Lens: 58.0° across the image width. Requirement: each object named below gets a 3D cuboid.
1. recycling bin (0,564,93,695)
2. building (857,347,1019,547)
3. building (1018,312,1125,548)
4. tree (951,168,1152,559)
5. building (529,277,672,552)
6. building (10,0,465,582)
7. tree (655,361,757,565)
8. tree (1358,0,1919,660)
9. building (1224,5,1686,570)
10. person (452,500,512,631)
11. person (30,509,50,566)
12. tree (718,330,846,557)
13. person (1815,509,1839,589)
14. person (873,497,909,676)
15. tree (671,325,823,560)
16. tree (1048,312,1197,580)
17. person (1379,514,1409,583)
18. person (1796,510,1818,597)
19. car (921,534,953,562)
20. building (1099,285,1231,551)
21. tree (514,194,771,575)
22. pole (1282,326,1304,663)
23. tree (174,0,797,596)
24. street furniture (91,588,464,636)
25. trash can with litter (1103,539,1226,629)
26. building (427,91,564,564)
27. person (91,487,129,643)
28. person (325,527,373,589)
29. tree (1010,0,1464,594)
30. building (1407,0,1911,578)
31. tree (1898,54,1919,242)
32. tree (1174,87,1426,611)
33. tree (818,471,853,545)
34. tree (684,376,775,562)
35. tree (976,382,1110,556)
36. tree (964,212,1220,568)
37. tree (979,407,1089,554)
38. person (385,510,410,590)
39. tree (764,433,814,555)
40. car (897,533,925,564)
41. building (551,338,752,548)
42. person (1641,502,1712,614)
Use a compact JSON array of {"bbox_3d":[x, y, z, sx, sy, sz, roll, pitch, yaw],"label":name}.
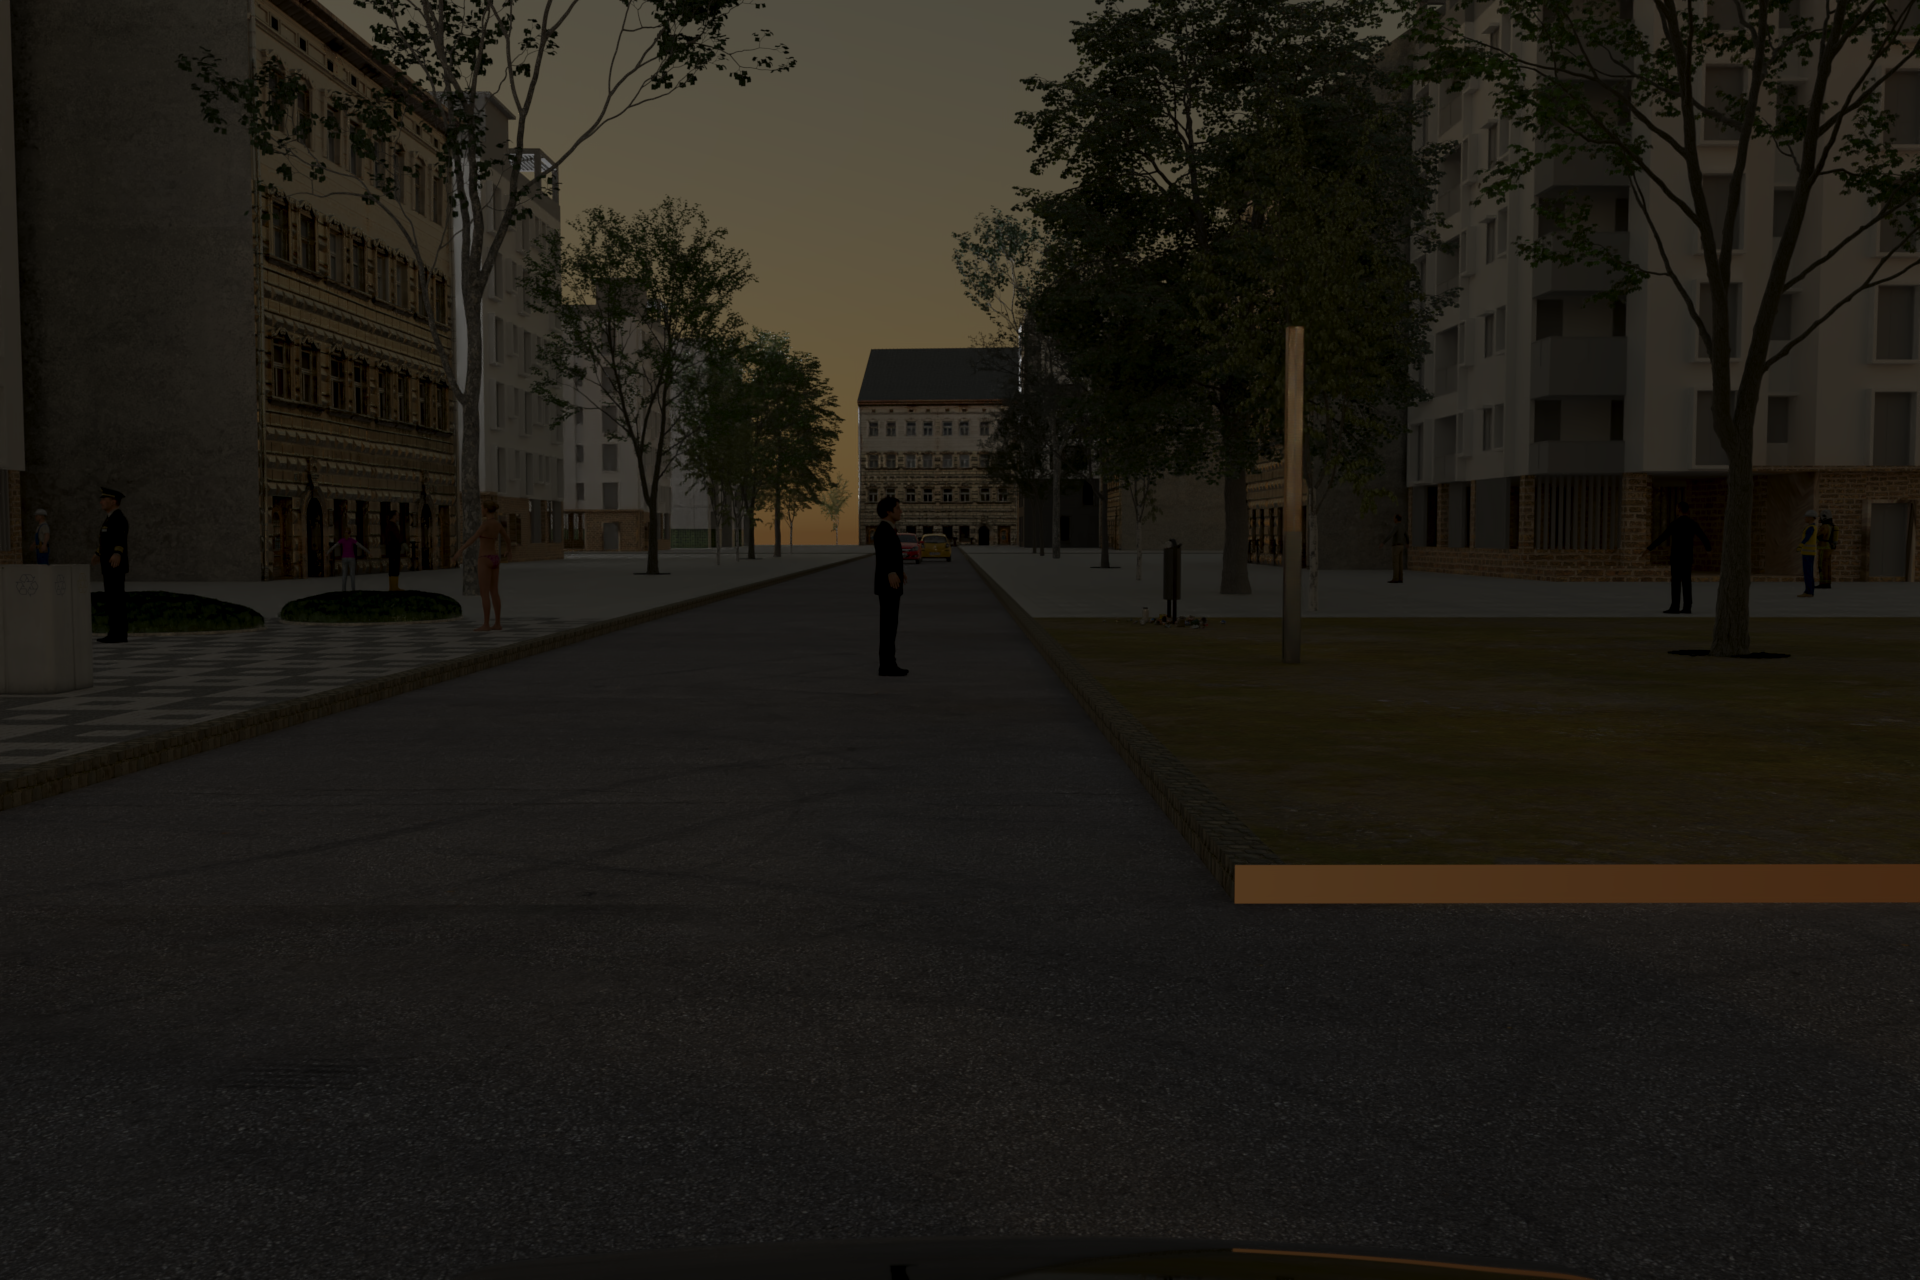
[{"bbox_3d":[-7.610,-0.098,14.149,0.722,1.027,0.722,0,4,-1],"label":"recycling bin"},{"bbox_3d":[-1.461,-22.624,203.293,18.063,23.208,19.493,0,4,7],"label":"building"},{"bbox_3d":[19.790,-20.309,176.021,27.936,21.610,32.646,0,4,0],"label":"building"},{"bbox_3d":[6.207,-14.263,89.082,12.611,20.169,13.585,0,3,0],"label":"tree"},{"bbox_3d":[-28.532,-16.669,128.953,16.016,20.090,11.380,0,4,-1],"label":"building"},{"bbox_3d":[-27.948,-13.701,54.948,19.493,23.208,18.063,0,3,0],"label":"building"},{"bbox_3d":[-10.189,-7.406,71.444,4.737,8.622,4.395,0,3,0],"label":"tree"},{"bbox_3d":[8.028,-5.622,17.683,9.928,11.665,9.643,0,3,0],"label":"tree"},{"bbox_3d":[21.749,-14.650,70.458,19.493,23.208,18.063,0,3,0],"label":"building"},{"bbox_3d":[-6.311,-0.990,22.985,0.721,1.733,1.217,1,4,21],"label":"person"},{"bbox_3d":[-20.698,-2.028,39.009,0.705,1.847,1.347,-3,4,-38],"label":"person"},{"bbox_3d":[-10.134,-10.947,97.109,7.486,12.596,7.792,0,3,0],"label":"tree"},{"bbox_3d":[20.324,-2.139,40.735,1.354,1.858,0.705,-3,4,-39],"label":"person"},{"bbox_3d":[-0.689,-0.547,17.582,0.705,1.806,1.347,0,4,2],"label":"person"},{"bbox_3d":[-10.701,-9.890,87.457,9.928,11.665,9.643,0,3,0],"label":"tree"},{"bbox_3d":[5.173,-5.966,47.913,4.360,8.622,3.978,0,3,0],"label":"tree"},{"bbox_3d":[11.421,-2.387,45.300,1.348,1.796,0.705,-3,5,-44],"label":"person"},{"bbox_3d":[17.178,-1.759,35.221,0.721,1.772,1.216,2,4,35],"label":"person"},{"bbox_3d":[-1.333,-4.895,90.249,2.015,1.641,3.980,0,4,-2],"label":"car"},{"bbox_3d":[21.653,-19.097,143.163,19.493,23.208,18.063,0,4,0],"label":"building"},{"bbox_3d":[-9.790,-7.864,54.334,9.928,11.665,9.643,0,3,0],"label":"tree"},{"bbox_3d":[3.295,-1.425,17.141,0.158,3.312,0.155,0,3,0],"label":"pole"},{"bbox_3d":[-9.893,-11.080,37.053,12.611,20.169,13.585,0,3,0],"label":"tree"},{"bbox_3d":[-12.573,-0.552,24.649,10.072,0.657,5.734,0,4,4],"label":"street furniture"},{"bbox_3d":[2.954,-0.821,24.486,1.678,1.210,2.233,0,4,-2],"label":"trash can with litter"},{"bbox_3d":[-25.061,-13.397,75.460,16.016,20.090,11.380,0,4,-1],"label":"building"},{"bbox_3d":[-10.026,-0.889,20.464,0.705,1.837,1.347,-2,4,-35],"label":"person"},{"bbox_3d":[-13.021,-1.691,36.910,0.991,1.433,0.599,-1,4,-9],"label":"person"},{"bbox_3d":[5.801,-7.952,36.678,9.857,13.997,8.962,0,3,0],"label":"tree"},{"bbox_3d":[20.754,-12.369,58.652,16.016,20.090,11.380,0,3,0],"label":"building"},{"bbox_3d":[17.776,-6.061,24.854,9.928,11.665,9.643,0,3,0],"label":"tree"},{"bbox_3d":[5.772,-4.779,28.494,4.737,8.622,4.395,0,3,0],"label":"tree"},{"bbox_3d":[-14.592,-15.375,201.747,4.737,8.622,4.395,0,3,0],"label":"tree"},{"bbox_3d":[-10.423,-7.931,80.028,4.737,8.622,4.395,0,3,0],"label":"tree"},{"bbox_3d":[4.878,-10.188,100.982,8.767,10.594,7.601,1,4,10],"label":"tree"},{"bbox_3d":[5.335,-9.437,64.667,12.009,13.543,11.850,0,3,0],"label":"tree"},{"bbox_3d":[5.040,-10.916,112.886,8.767,10.594,7.601,2,4,26],"label":"tree"},{"bbox_3d":[-12.442,-1.960,38.176,0.704,1.812,1.346,-2,4,-34],"label":"person"},{"bbox_3d":[-10.516,-9.656,108.245,4.360,8.622,3.978,0,3,0],"label":"tree"},{"bbox_3d":[-2.790,-4.591,84.100,2.155,1.783,4.494,0,4,0],"label":"car"},{"bbox_3d":[-31.047,-18.694,172.104,16.747,18.905,31.486,0,4,1],"label":"building"},{"bbox_3d":[11.611,-1.327,27.918,1.346,1.802,0.704,-1,4,-18],"label":"person"}]
